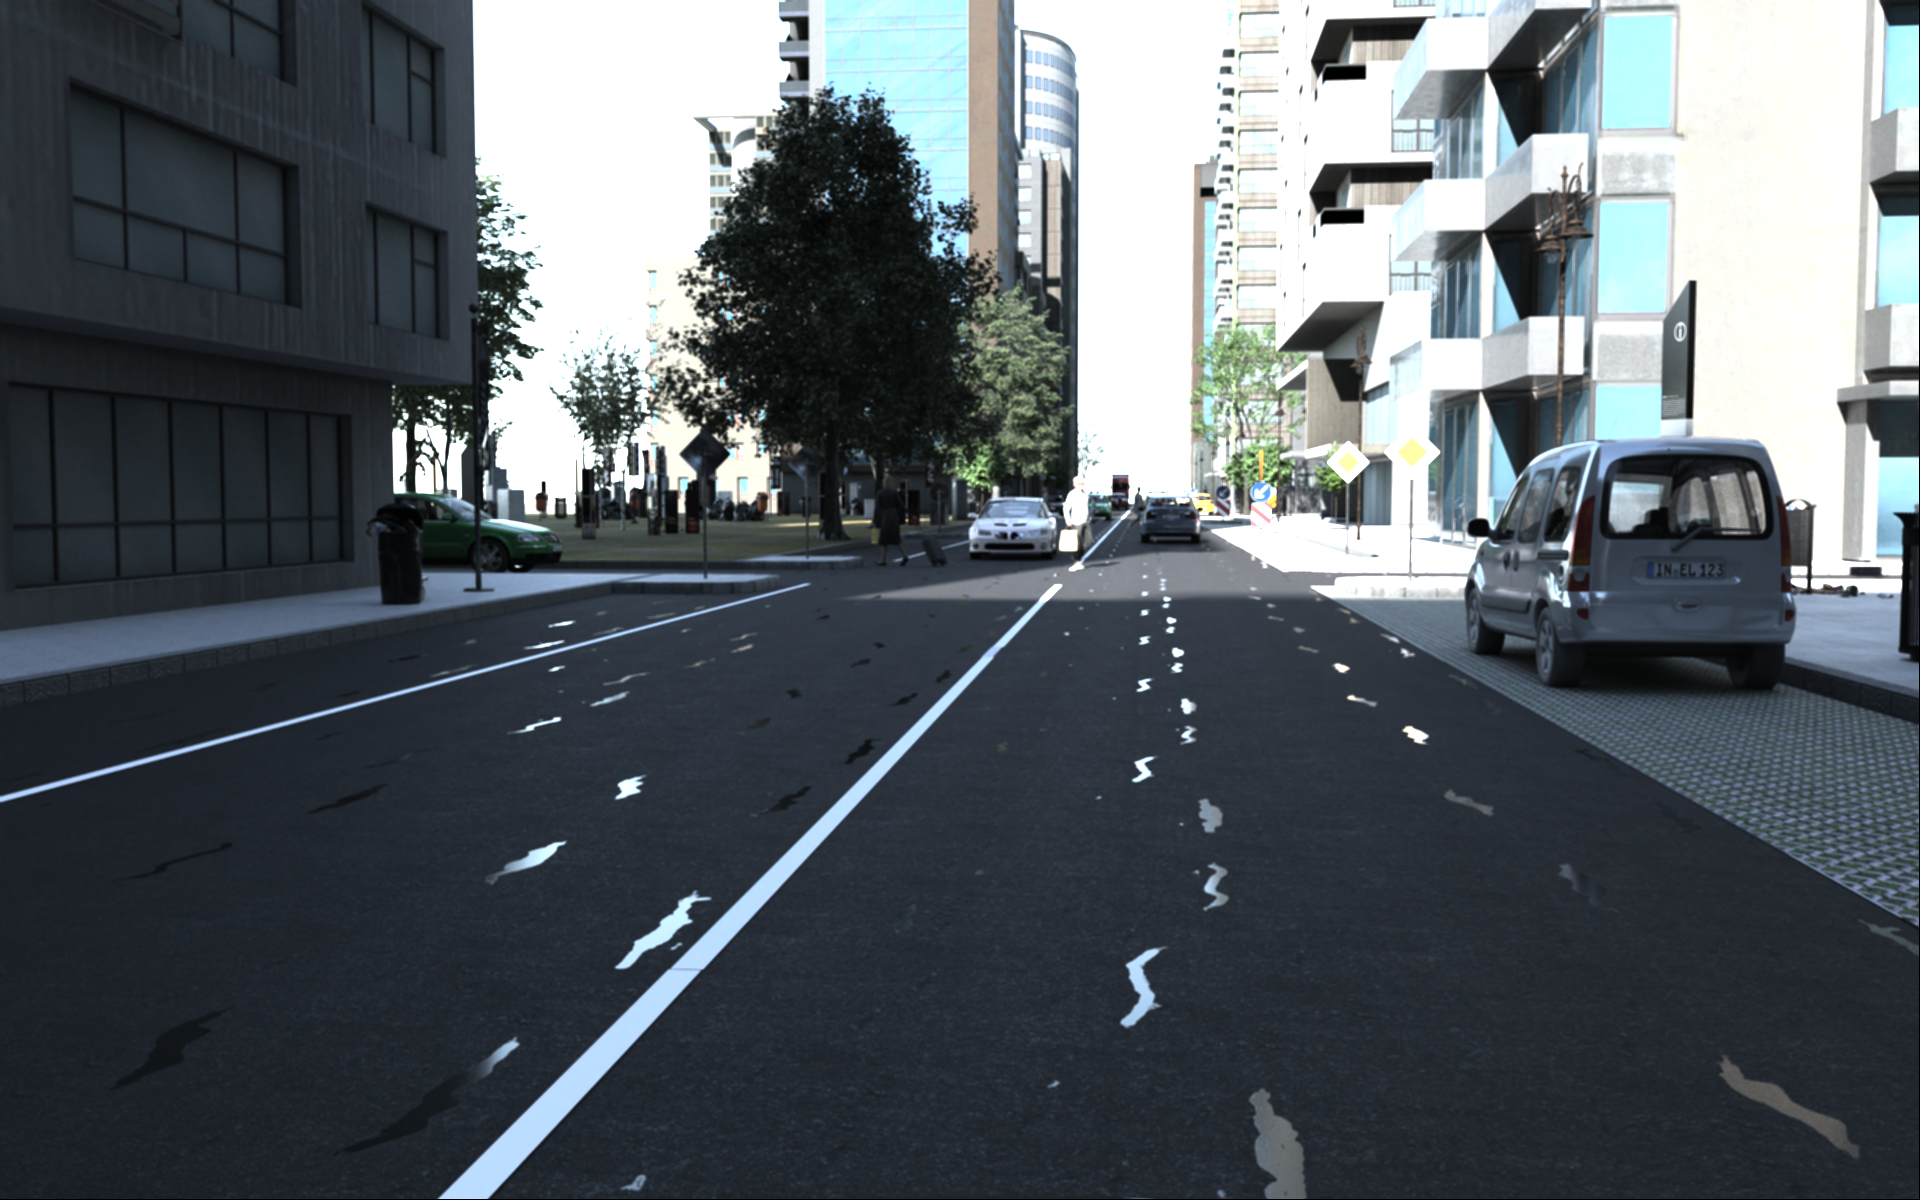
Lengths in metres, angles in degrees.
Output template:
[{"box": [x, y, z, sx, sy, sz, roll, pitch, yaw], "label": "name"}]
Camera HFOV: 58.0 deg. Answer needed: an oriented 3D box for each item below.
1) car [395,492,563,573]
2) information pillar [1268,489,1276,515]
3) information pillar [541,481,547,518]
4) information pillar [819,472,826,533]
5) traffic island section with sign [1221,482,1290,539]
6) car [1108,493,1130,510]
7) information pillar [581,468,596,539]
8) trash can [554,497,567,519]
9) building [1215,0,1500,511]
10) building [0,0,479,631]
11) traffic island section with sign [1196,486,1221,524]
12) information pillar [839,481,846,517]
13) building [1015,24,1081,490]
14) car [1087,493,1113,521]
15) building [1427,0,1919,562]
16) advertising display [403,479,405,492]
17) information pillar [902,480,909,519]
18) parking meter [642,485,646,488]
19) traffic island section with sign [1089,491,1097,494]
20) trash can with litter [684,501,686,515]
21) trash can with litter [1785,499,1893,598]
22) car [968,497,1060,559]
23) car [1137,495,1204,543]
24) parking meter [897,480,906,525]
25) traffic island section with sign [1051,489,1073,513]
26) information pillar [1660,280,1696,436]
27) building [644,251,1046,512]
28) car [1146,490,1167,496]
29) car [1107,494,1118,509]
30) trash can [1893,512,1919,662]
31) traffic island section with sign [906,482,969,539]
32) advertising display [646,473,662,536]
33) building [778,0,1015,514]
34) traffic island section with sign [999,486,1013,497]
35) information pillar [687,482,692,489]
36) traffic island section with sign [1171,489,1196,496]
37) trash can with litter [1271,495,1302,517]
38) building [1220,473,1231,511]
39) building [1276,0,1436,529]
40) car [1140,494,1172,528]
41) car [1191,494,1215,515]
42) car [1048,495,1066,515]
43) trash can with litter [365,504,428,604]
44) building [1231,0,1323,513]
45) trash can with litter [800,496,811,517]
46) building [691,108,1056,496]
[{"box": [-9.464, -1.350, 30.869, 4.718, 1.807, 1.959, 0, 4, 5], "label": "car"}, {"box": [18.975, -6.981, 105.487, 0.504, 3.616, 0.183, 0, 4, -8], "label": "information pillar"}, {"box": [-22.598, -5.477, 94.040, 0.304, 2.012, 0.304, -1, 4, -13], "label": "information pillar"}, {"box": [-4.432, -3.193, 56.694, 0.304, 2.012, 0.304, 1, 4, 10], "label": "information pillar"}, {"box": [9.527, -2.880, 55.717, 1.989, 1.847, 2.006, 0, 4, 6], "label": "traffic island section with sign"}, {"box": [14.806, -9.348, 161.872, 2.155, 1.783, 4.494, 0, 4, 5], "label": "car"}, {"box": [-10.606, -2.750, 49.449, 0.304, 2.012, 0.304, 1, 4, 12], "label": "information pillar"}, {"box": [-20.904, -4.833, 90.672, 0.748, 1.137, 0.748, 0, 3, 0], "label": "trash can"}, {"box": [35.884, -33.418, 166.000, 23.786, 49.044, 30.456, 0, 4, 6], "label": "building"}, {"box": [-14.332, -20.635, 20.970, 14.086, 41.232, 14.154, 0, 4, 6], "label": "building"}, {"box": [12.408, -4.523, 82.572, 1.989, 1.847, 2.006, 0, 4, 6], "label": "traffic island section with sign"}, {"box": [-6.572, -5.651, 96.886, 0.304, 2.012, 0.304, -2, 4, -29], "label": "information pillar"}, {"box": [4.114, -41.491, 220.382, 21.231, 58.520, 28.212, 0, 4, 6], "label": "building"}, {"box": [7.380, -5.255, 94.714, 1.959, 1.807, 4.718, 0, 4, 6], "label": "car"}, {"box": [25.850, -25.722, 40.163, 30.456, 49.044, 23.786, 0, 4, 6], "label": "building"}, {"box": [-24.026, -4.305, 75.607, 0.123, 1.923, 0.974, -3, 5, -44], "label": "advertising display"}, {"box": [-2.819, -5.205, 89.592, 0.304, 2.012, 0.304, 2, 4, 25], "label": "information pillar"}, {"box": [-20.252, -6.469, 111.471, 0.255, 1.863, 0.399, 1, 4, 9], "label": "parking meter"}, {"box": [19.321, -14.316, 242.694, 1.989, 1.847, 2.006, 0, 4, 6], "label": "traffic island section with sign"}, {"box": [-16.454, -5.822, 106.573, 1.055, 1.170, 0.624, 2, 4, 29], "label": "trash can with litter"}, {"box": [10.967, -0.689, 22.318, 1.678, 1.210, 2.233, -1, 4, -14], "label": "trash can with litter"}, {"box": [1.259, -1.673, 39.708, 2.083, 1.381, 4.827, 0, 4, 5], "label": "car"}, {"box": [6.326, -2.449, 52.044, 2.014, 1.417, 4.499, 0, 4, 7], "label": "car"}, {"box": [-2.462, -4.112, 72.941, 0.255, 1.863, 0.399, -2, 4, -28], "label": "parking meter"}, {"box": [7.594, -7.636, 133.470, 1.989, 1.847, 2.006, 0, 4, 6], "label": "traffic island section with sign"}, {"box": [7.954, -1.704, 19.219, 0.183, 3.616, 0.504, -1, 4, -12], "label": "information pillar"}, {"box": [-7.722, -18.003, 139.385, 27.650, 21.520, 28.899, 0, 4, 6], "label": "building"}, {"box": [18.488, -9.368, 161.838, 2.281, 1.827, 5.304, 0, 4, 6], "label": "car"}, {"box": [14.675, -9.661, 169.952, 2.014, 1.417, 4.499, 0, 4, 7], "label": "car"}, {"box": [7.550, -0.098, 13.261, 0.748, 1.137, 0.748, 0, 3, 0], "label": "trash can"}, {"box": [-0.652, -2.933, 56.586, 1.989, 1.847, 2.006, 0, 4, 6], "label": "traffic island section with sign"}, {"box": [-9.535, -2.981, 53.958, 0.123, 1.923, 0.974, -2, 4, -32], "label": "advertising display"}, {"box": [-3.727, -28.521, 116.428, 14.600, 45.320, 14.200, 0, 4, 6], "label": "building"}, {"box": [2.275, -4.604, 83.902, 1.989, 1.847, 2.006, 0, 4, 6], "label": "traffic island section with sign"}, {"box": [-16.859, -6.346, 108.254, 0.304, 2.012, 0.304, 1, 4, 13], "label": "information pillar"}, {"box": [20.679, -9.229, 159.521, 1.989, 1.847, 2.006, 0, 4, 6], "label": "traffic island section with sign"}, {"box": [18.581, -5.362, 98.734, 1.678, 1.210, 2.233, 0, 4, 7], "label": "trash can with litter"}, {"box": [37.462, -27.297, 138.187, 32.217, 40.220, 23.993, 0, 4, 6], "label": "building"}, {"box": [28.347, -29.679, 74.484, 28.713, 52.752, 27.495, 0, 4, 6], "label": "building"}, {"box": [8.412, -3.828, 72.818, 2.015, 1.641, 3.980, 0, 4, 5], "label": "car"}, {"box": [16.529, -6.658, 119.080, 2.015, 1.641, 3.980, 0, 4, 5], "label": "car"}, {"box": [6.387, -6.540, 119.505, 1.945, 1.354, 3.894, 0, 4, 6], "label": "car"}, {"box": [-6.630, -0.555, 20.456, 0.624, 1.170, 1.055, -1, 4, -12], "label": "trash can with litter"}, {"box": [26.023, -26.708, 120.268, 14.154, 41.232, 14.086, 0, 4, 6], "label": "building"}, {"box": [-8.550, -5.172, 95.956, 0.624, 1.170, 1.055, 0, 4, -1], "label": "trash can with litter"}, {"box": [-7.096, -29.005, 166.114, 32.217, 40.220, 23.993, 0, 4, 6], "label": "building"}]
